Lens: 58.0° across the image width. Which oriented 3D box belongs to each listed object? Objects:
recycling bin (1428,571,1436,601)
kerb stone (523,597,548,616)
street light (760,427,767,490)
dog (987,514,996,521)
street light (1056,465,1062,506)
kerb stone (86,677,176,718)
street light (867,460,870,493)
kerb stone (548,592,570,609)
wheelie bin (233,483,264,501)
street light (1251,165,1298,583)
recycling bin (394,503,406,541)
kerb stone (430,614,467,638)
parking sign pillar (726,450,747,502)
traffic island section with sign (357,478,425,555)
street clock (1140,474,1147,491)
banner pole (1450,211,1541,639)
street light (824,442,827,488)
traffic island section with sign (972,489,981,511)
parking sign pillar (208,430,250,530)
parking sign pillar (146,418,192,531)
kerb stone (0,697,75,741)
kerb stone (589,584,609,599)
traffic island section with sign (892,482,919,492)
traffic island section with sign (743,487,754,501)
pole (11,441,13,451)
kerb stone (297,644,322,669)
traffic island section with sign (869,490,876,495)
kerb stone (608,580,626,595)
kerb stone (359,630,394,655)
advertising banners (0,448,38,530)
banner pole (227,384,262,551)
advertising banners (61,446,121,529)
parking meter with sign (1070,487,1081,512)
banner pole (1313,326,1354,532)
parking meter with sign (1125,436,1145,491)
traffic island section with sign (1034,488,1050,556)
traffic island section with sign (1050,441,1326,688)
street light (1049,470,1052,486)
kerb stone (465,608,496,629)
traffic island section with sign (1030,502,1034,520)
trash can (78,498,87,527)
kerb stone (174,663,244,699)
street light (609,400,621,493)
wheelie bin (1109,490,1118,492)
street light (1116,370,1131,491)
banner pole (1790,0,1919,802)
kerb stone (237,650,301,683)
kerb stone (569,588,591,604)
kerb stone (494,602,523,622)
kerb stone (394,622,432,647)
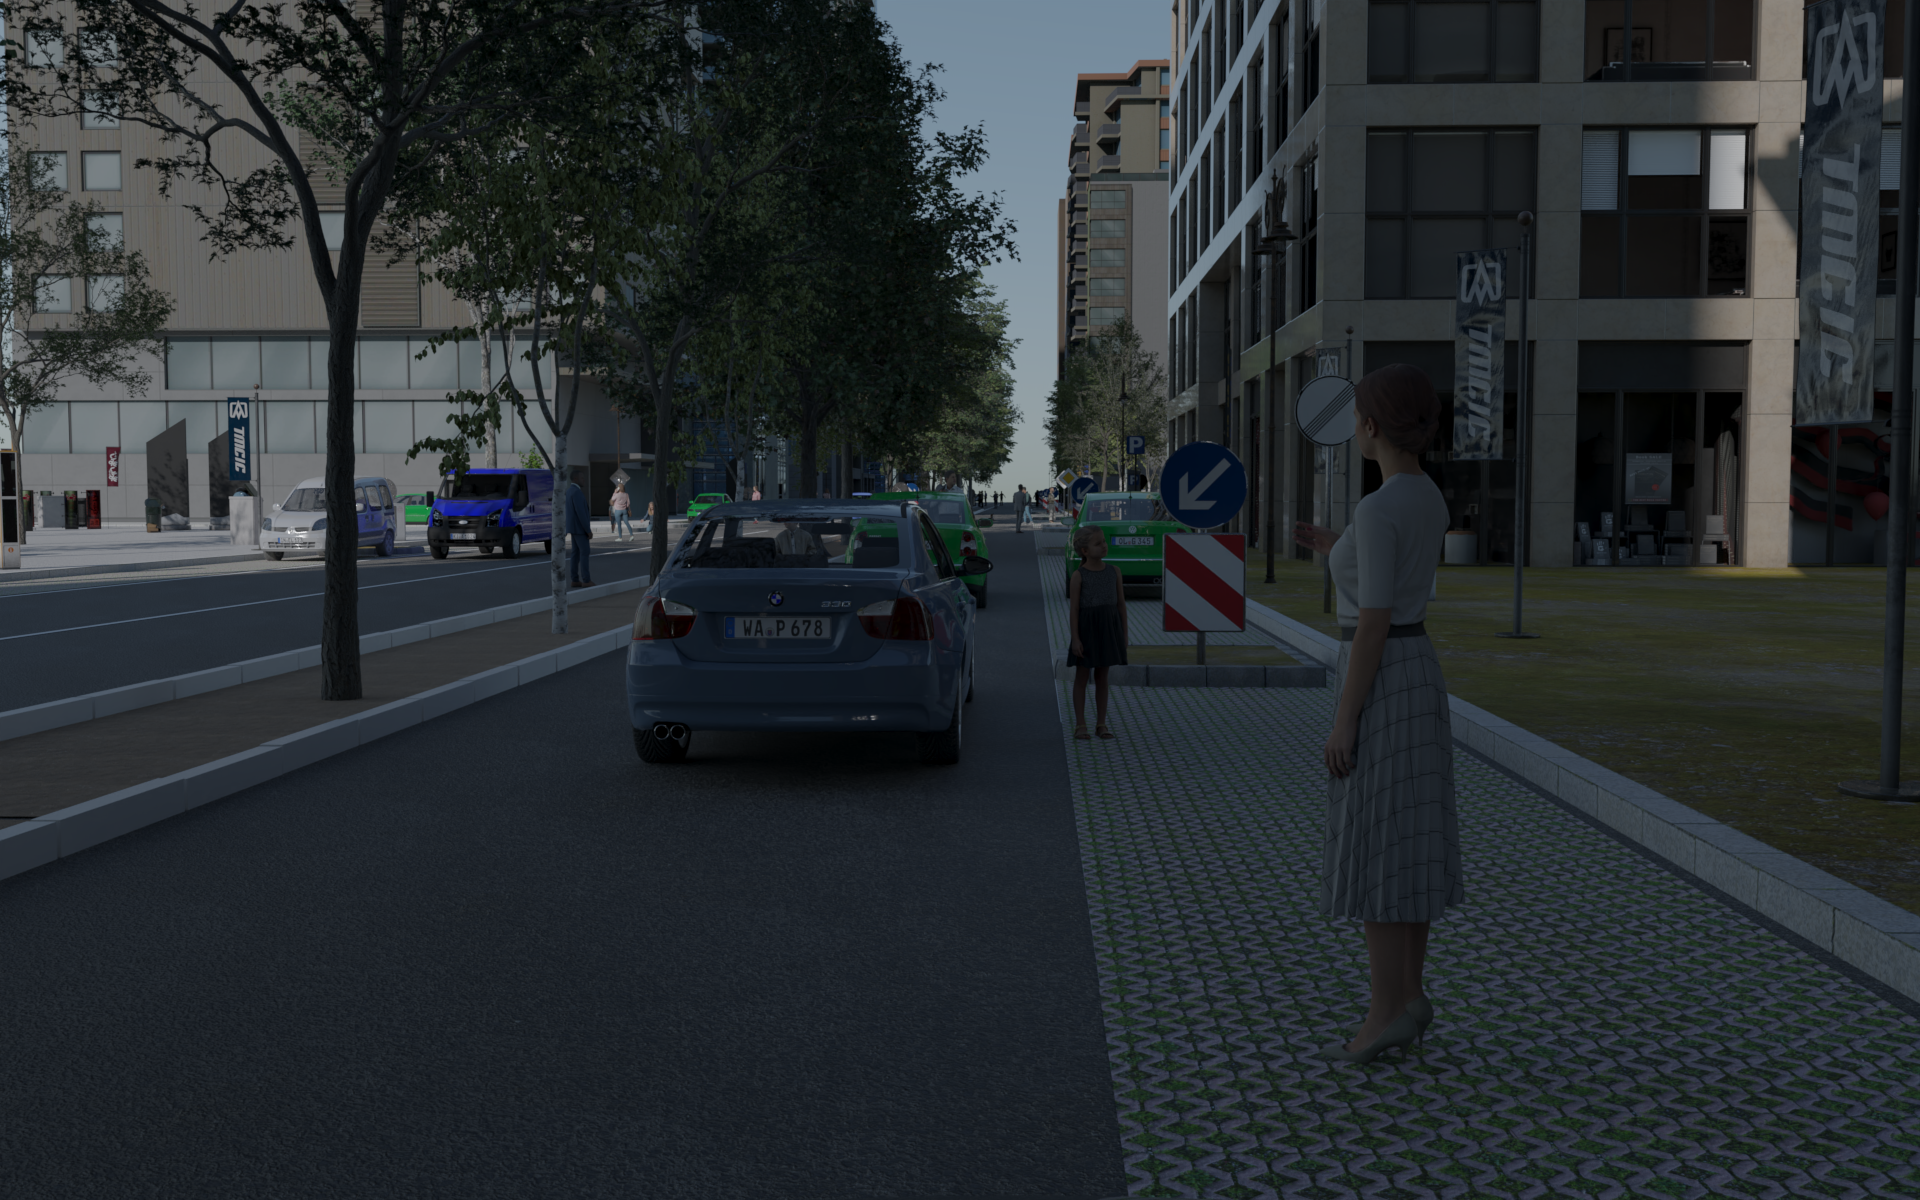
[{"bbox_3d":[5.269,-0.515,20.978,0.722,1.027,0.722,-1,4,-22],"label":"recycling bin"},{"bbox_3d":[-5.150,0.093,20.704,0.120,0.150,1.000,0,4,2],"label":"kerb stone"},{"bbox_3d":[-13.047,-8.656,114.313,0.468,5.910,1.993,0,4,2],"label":"street light"},{"bbox_3d":[1.695,-4.428,92.587,0.550,0.427,0.748,1,4,8],"label":"dog"},{"bbox_3d":[12.558,-15.351,223.770,0.468,5.910,1.993,0,4,2],"label":"street light"},{"bbox_3d":[-5.522,0.657,11.477,0.120,0.150,1.000,0,4,2],"label":"kerb stone"},{"bbox_3d":[-10.159,-13.435,192.448,0.468,5.910,1.993,0,4,2],"label":"street light"},{"bbox_3d":[-5.117,0.035,21.735,0.120,0.150,1.000,0,4,2],"label":"kerb stone"},{"bbox_3d":[-20.437,-2.558,49.725,0.693,1.594,0.980,0,4,-6],"label":"wheelie bin"},{"bbox_3d":[4.467,-3.179,24.759,0.468,5.910,1.993,0,4,2],"label":"street light"},{"bbox_3d":[-15.615,-2.123,47.271,0.722,1.027,0.722,-3,5,-43],"label":"recycling bin"},{"bbox_3d":[-5.273,0.280,17.634,0.120,0.150,1.000,0,4,2],"label":"kerb stone"},{"bbox_3d":[-13.779,-7.240,106.843,1.447,3.967,1.447,2,4,25],"label":"parking sign pillar"},{"bbox_3d":[-13.987,-2.012,41.517,1.989,1.847,2.006,0,4,2],"label":"traffic island section with sign"},{"bbox_3d":[6.576,-3.586,63.197,0.471,2.002,0.358,-1,4,-17],"label":"street clock"},{"bbox_3d":[4.820,-1.563,15.573,0.863,3.779,0.401,3,4,38],"label":"banner pole"},{"bbox_3d":[-11.665,-10.894,150.907,0.468,5.910,1.993,0,4,2],"label":"street light"},{"bbox_3d":[0.948,-8.584,148.491,2.006,1.907,1.989,0,4,2],"label":"traffic island section with sign"},{"bbox_3d":[-26.006,-4.476,61.652,1.447,3.967,1.447,-1,4,-11],"label":"parking sign pillar"},{"bbox_3d":[-28.052,-4.456,61.330,1.447,3.967,1.447,-1,4,-15],"label":"parking sign pillar"},{"bbox_3d":[-5.565,0.720,10.453,0.120,0.150,1.000,0,4,2],"label":"kerb stone"},{"bbox_3d":[-5.035,-0.098,23.792,0.120,0.150,1.000,0,4,2],"label":"kerb stone"},{"bbox_3d":[-2.017,-3.992,73.411,2.006,1.907,1.989,0,4,2],"label":"traffic island section with sign"},{"bbox_3d":[-11.806,-5.370,96.420,1.989,1.847,2.006,0,4,2],"label":"traffic island section with sign"},{"bbox_3d":[-32.806,-4.058,60.191,0.158,3.312,0.155,0,3,0],"label":"pole"},{"bbox_3d":[-5.401,0.468,14.550,0.120,0.150,1.000,0,4,2],"label":"kerb stone"},{"bbox_3d":[-8.743,-10.096,173.691,1.989,1.847,2.006,0,4,2],"label":"traffic island section with sign"},{"bbox_3d":[-4.992,-0.160,24.813,0.120,0.150,1.000,0,4,2],"label":"kerb stone"},{"bbox_3d":[-5.359,0.406,15.576,0.120,0.150,1.000,0,4,2],"label":"kerb stone"},{"bbox_3d":[-36.065,-4.332,67.014,0.090,3.025,2.074,2,4,30],"label":"advertising banners"},{"bbox_3d":[-16.191,-3.018,39.364,0.863,3.779,0.401,-1,4,-12],"label":"banner pole"},{"bbox_3d":[-31.713,-4.104,63.284,2.074,3.025,0.090,-3,5,-42],"label":"advertising banners"},{"bbox_3d":[8.739,-7.834,124.349,1.738,3.016,0.543,-1,4,-12],"label":"parking meter with sign"},{"bbox_3d":[5.643,-2.202,26.021,0.401,3.779,0.863,-3,5,-40],"label":"banner pole"},{"bbox_3d":[5.290,-3.456,52.769,0.543,3.016,1.738,0,4,2],"label":"parking meter with sign"},{"bbox_3d":[2.819,-1.970,40.844,1.989,1.847,2.006,0,4,2],"label":"traffic island section with sign"},{"bbox_3d":[1.741,-0.311,13.713,1.989,1.847,2.006,0,4,2],"label":"traffic island section with sign"},{"bbox_3d":[15.862,-20.479,307.611,0.468,5.910,1.993,0,4,2],"label":"street light"},{"bbox_3d":[-5.239,0.222,18.657,0.120,0.150,1.000,0,4,2],"label":"kerb stone"},{"bbox_3d":[4.996,-5.320,95.617,1.989,1.847,2.006,0,4,2],"label":"traffic island section with sign"},{"bbox_3d":[-34.306,-3.426,67.667,0.748,1.137,0.748,0,3,0],"label":"trash can"},{"bbox_3d":[-5.475,0.599,12.505,0.120,0.150,1.000,0,4,2],"label":"kerb stone"},{"bbox_3d":[-14.644,-6.213,74.363,0.468,5.910,1.993,0,4,2],"label":"street light"},{"bbox_3d":[11.546,-7.515,130.772,0.980,1.594,0.693,1,4,21],"label":"wheelie bin"},{"bbox_3d":[6.111,-5.637,64.960,0.468,5.910,1.993,0,4,2],"label":"street light"},{"bbox_3d":[3.915,-1.070,7.511,0.401,3.779,0.863,-1,4,-14],"label":"banner pole"},{"bbox_3d":[-5.436,0.532,13.529,0.120,0.150,1.000,0,4,2],"label":"kerb stone"},{"bbox_3d":[-5.070,-0.035,22.770,0.120,0.150,1.000,0,4,2],"label":"kerb stone"},{"bbox_3d":[-5.196,0.154,19.678,0.120,0.150,1.000,0,4,2],"label":"kerb stone"},{"bbox_3d":[-5.320,0.350,16.602,0.120,0.150,1.000,0,4,2],"label":"kerb stone"}]
